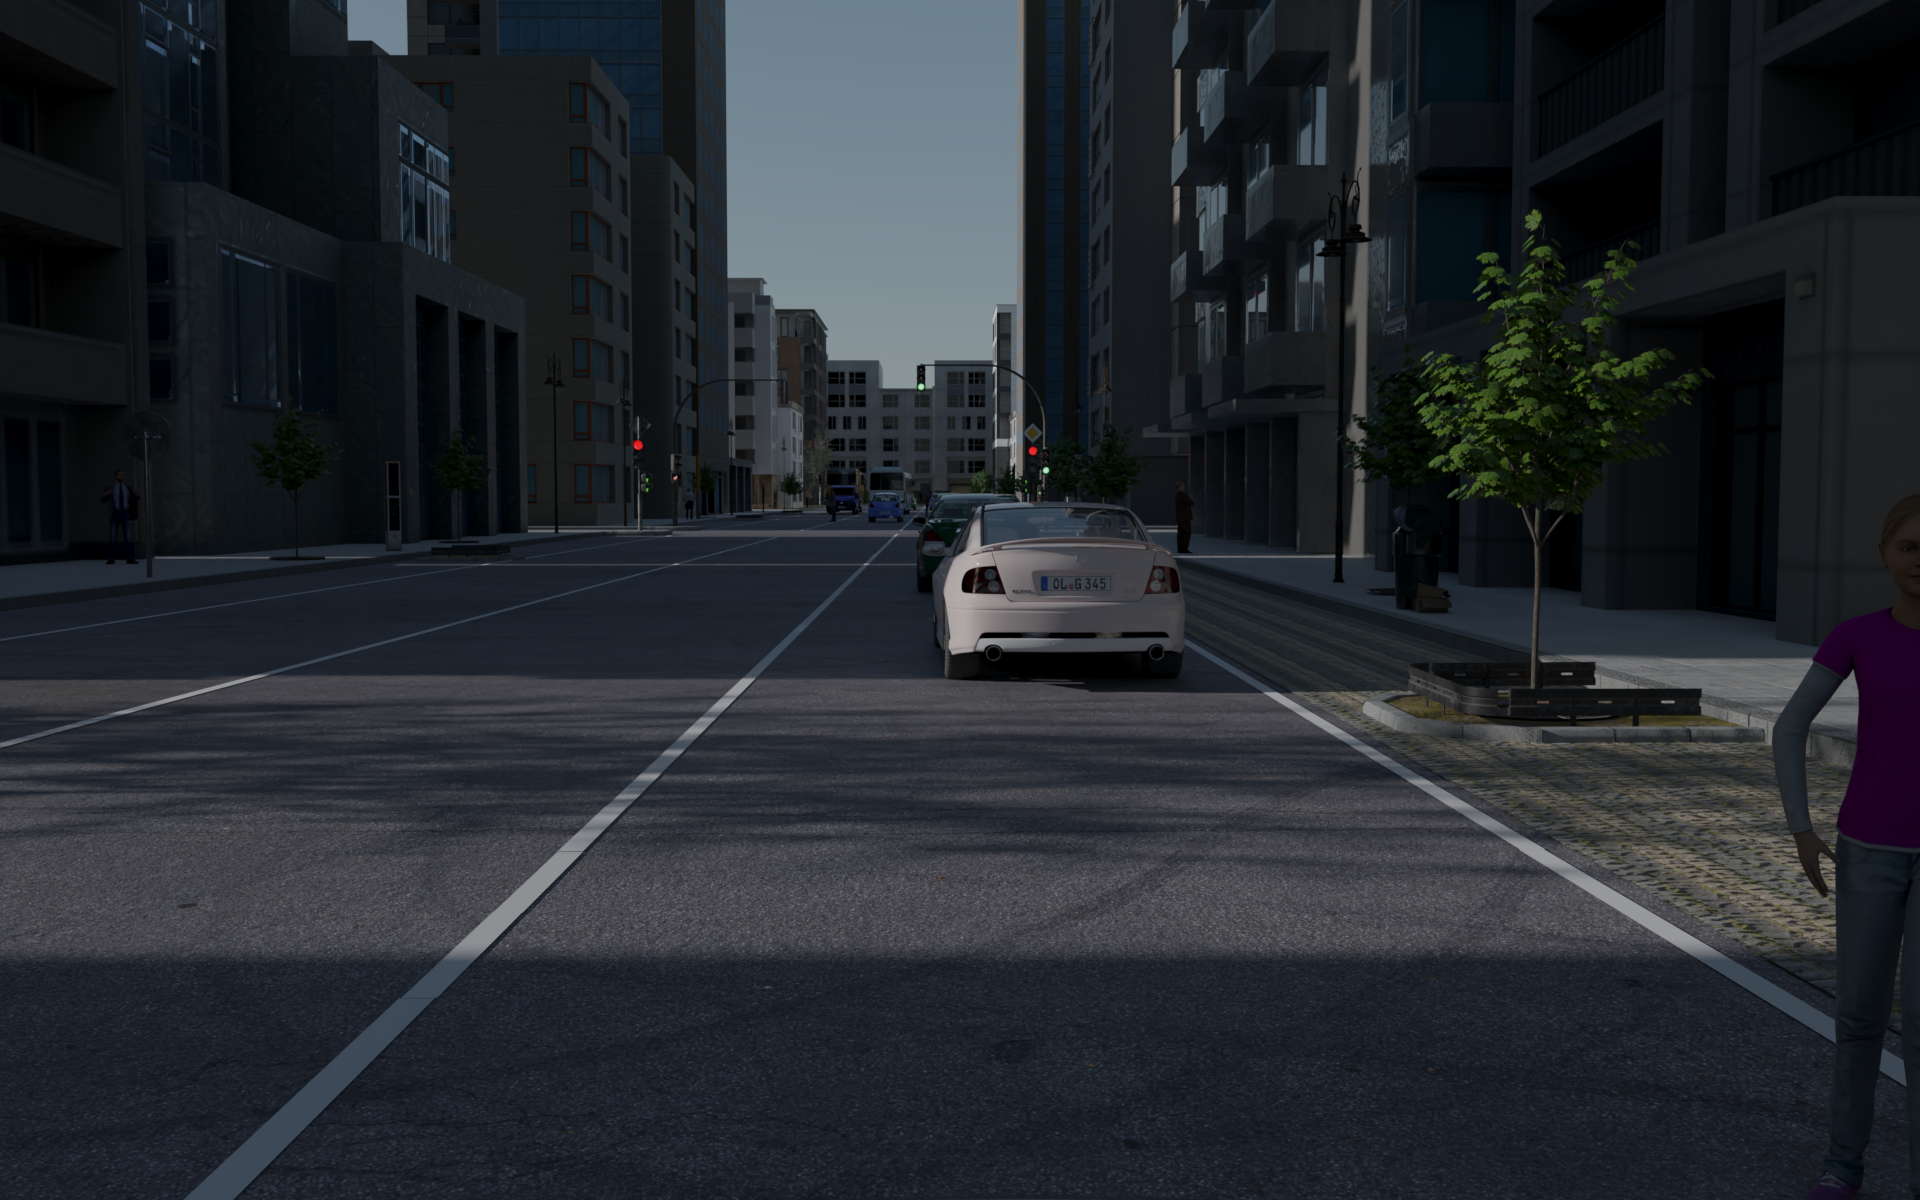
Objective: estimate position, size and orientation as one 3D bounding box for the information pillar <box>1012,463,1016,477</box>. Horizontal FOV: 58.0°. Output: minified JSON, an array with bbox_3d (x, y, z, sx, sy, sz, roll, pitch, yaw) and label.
[{"bbox_3d":[3.990,-8.390,128.526,0.183,3.616,0.504,2,4,26],"label":"information pillar"}]

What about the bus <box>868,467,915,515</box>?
[{"bbox_3d":[-4.921,-7.904,124.094,2.948,3.499,13.247,0,4,0],"label":"bus"}]

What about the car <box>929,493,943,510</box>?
[{"bbox_3d":[-1.869,-8.796,153.413,1.945,1.707,3.694,0,4,-2],"label":"car"}]

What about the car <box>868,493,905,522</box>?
[{"bbox_3d":[-3.778,-4.844,88.798,1.945,1.707,3.694,0,4,0],"label":"car"}]

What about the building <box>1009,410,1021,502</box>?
[{"bbox_3d":[10.014,-14.119,172.997,9.099,9.664,28.070,0,4,-1],"label":"building"}]

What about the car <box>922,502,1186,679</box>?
[{"bbox_3d":[0.732,-0.149,14.800,2.083,1.381,4.827,0,4,-3],"label":"car"}]

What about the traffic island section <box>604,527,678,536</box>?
[{"bbox_3d":[-11.202,-2.345,60.616,2.009,0.180,2.903,0,4,-1],"label":"traffic island section"}]

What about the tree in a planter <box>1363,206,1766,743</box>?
[{"bbox_3d":[3.618,-0.830,10.800,1.991,3.239,1.994,0,4,-1],"label":"tree in a planter"}]

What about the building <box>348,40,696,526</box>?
[{"bbox_3d":[-28.526,-14.545,82.846,27.650,21.520,28.899,0,4,-1],"label":"building"}]

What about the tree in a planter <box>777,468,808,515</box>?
[{"bbox_3d":[-11.623,-7.527,120.282,1.991,3.239,1.994,0,4,-1],"label":"tree in a planter"}]

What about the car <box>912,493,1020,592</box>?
[{"bbox_3d":[0.299,-0.916,26.775,2.131,1.459,4.920,0,4,1],"label":"car"}]

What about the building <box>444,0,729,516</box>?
[{"bbox_3d":[-21.803,-27.771,104.161,14.600,45.320,14.200,0,4,-1],"label":"building"}]

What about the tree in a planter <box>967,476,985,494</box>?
[{"bbox_3d":[1.632,-10.616,170.785,1.991,3.239,1.994,0,4,-1],"label":"tree in a planter"}]

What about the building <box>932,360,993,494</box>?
[{"bbox_3d":[12.266,-22.678,237.235,31.486,18.905,16.747,0,4,-1],"label":"building"}]

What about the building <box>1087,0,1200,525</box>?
[{"bbox_3d":[13.038,-23.892,74.236,14.086,41.232,14.154,0,4,-1],"label":"building"}]

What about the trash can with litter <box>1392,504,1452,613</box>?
[{"bbox_3d":[5.154,-0.469,19.050,0.624,1.170,1.055,0,4,-5],"label":"trash can with litter"}]

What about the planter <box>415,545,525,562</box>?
[{"bbox_3d":[-10.585,-1.013,37.703,1.991,0.319,1.994,0,4,-1],"label":"planter"}]

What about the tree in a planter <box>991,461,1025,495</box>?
[{"bbox_3d":[2.584,-5.879,93.339,1.991,3.239,1.994,0,4,-1],"label":"tree in a planter"}]

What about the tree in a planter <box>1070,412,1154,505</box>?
[{"bbox_3d":[3.278,-2.478,37.742,1.991,3.239,1.994,0,4,-1],"label":"tree in a planter"}]

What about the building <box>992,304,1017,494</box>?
[{"bbox_3d":[17.667,-21.961,203.029,27.936,21.610,32.646,0,4,-1],"label":"building"}]

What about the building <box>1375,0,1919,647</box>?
[{"bbox_3d":[17.328,-35.392,16.915,20.563,71.187,20.611,0,4,-1],"label":"building"}]

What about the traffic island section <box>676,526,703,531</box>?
[{"bbox_3d":[-11.301,-2.833,68.601,2.009,0.180,2.903,0,4,-1],"label":"traffic island section"}]

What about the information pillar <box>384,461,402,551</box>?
[{"bbox_3d":[-12.763,-2.109,38.975,0.304,2.012,0.304,-2,4,-29],"label":"information pillar"}]

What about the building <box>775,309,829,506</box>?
[{"bbox_3d":[-32.515,-22.079,204.973,32.646,21.610,27.936,0,4,-1],"label":"building"}]

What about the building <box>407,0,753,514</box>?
[{"bbox_3d":[-25.554,-41.797,121.633,20.563,71.187,20.611,0,4,-1],"label":"building"}]

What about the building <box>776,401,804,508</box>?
[{"bbox_3d":[-19.803,-13.920,169.736,9.099,9.664,28.070,0,4,-1],"label":"building"}]

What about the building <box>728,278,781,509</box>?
[{"bbox_3d":[-23.736,-17.917,149.369,16.016,20.091,11.380,0,4,-1],"label":"building"}]

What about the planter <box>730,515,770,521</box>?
[{"bbox_3d":[-11.287,-4.410,93.247,1.991,0.319,1.994,0,4,-1],"label":"planter"}]

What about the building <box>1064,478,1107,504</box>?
[{"bbox_3d":[23.172,-25.544,109.524,32.217,40.220,23.993,0,4,-1],"label":"building"}]

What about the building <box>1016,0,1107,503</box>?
[{"bbox_3d":[11.700,-29.735,136.274,14.600,45.320,14.200,0,4,-1],"label":"building"}]

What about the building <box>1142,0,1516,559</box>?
[{"bbox_3d":[17.575,-25.930,43.571,23.786,49.044,30.456,0,4,-1],"label":"building"}]

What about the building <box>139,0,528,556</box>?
[{"bbox_3d":[-29.723,-44.706,43.619,31.000,86.520,22.319,0,4,-1],"label":"building"}]

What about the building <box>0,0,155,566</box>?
[{"bbox_3d":[-26.565,-24.386,22.413,21.300,48.544,21.600,0,4,-1],"label":"building"}]

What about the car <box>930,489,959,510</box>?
[{"bbox_3d":[-0.418,-4.379,80.390,1.959,1.807,4.718,0,4,-1],"label":"car"}]

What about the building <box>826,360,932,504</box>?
[{"bbox_3d":[-19.219,-22.661,236.963,31.486,18.905,16.747,0,4,-1],"label":"building"}]

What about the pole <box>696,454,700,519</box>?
[{"bbox_3d":[-13.485,-5.830,89.158,0.158,3.312,0.155,0,3,0],"label":"pole"}]

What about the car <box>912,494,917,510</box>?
[{"bbox_3d":[-4.777,-8.848,153.455,1.959,1.807,4.718,0,4,-1],"label":"car"}]
